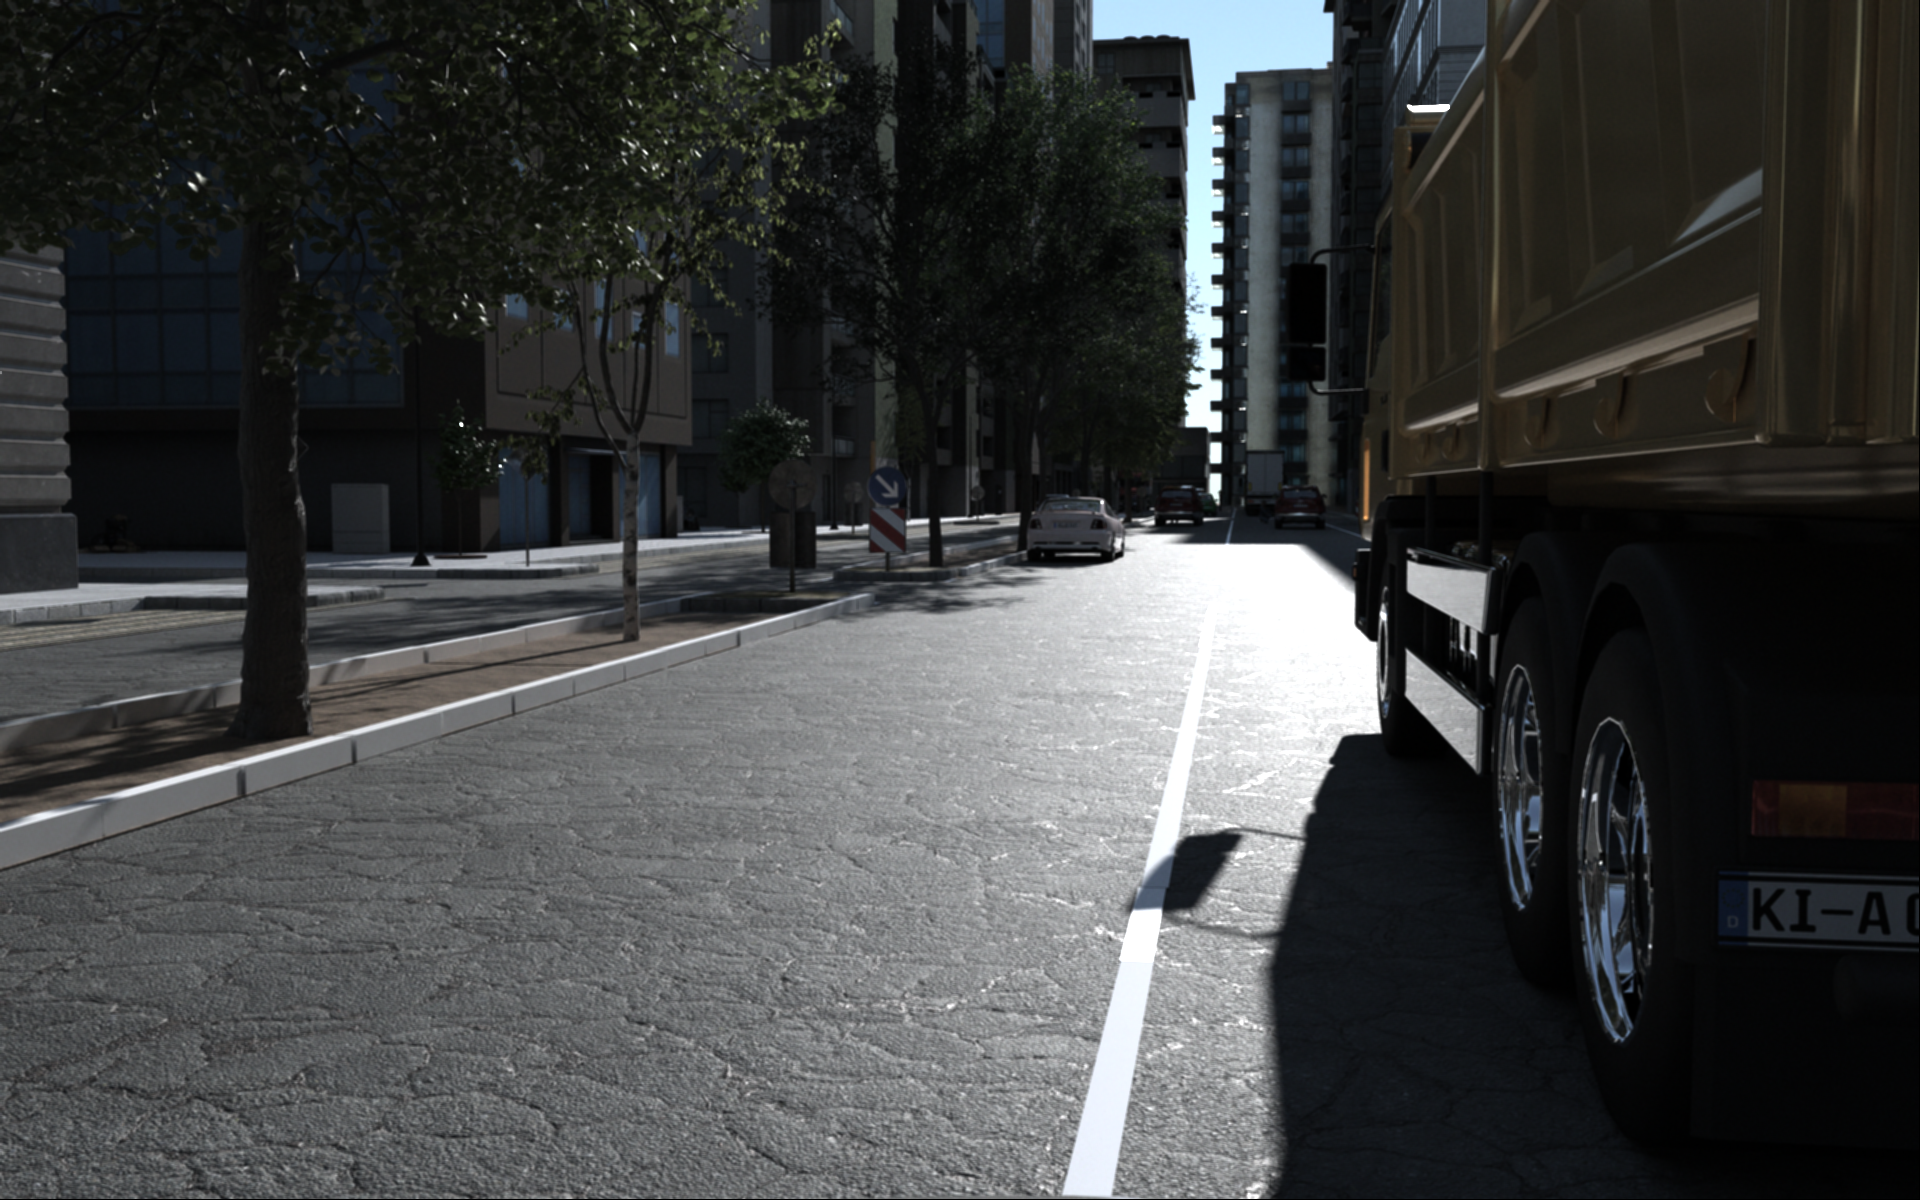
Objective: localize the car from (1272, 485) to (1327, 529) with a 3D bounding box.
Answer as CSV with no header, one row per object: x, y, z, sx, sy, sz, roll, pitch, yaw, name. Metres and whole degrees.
14.178,-3.895,72.355,2.281,1.827,5.304,1,4,10,car

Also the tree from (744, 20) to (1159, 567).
-0.369,-5.876,32.942,8.767,10.594,7.601,1,4,9,tree

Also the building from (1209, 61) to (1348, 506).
43.629,-35.147,194.262,30.456,49.044,23.786,1,4,9,building

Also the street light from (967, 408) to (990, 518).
1.097,-7.427,93.974,1.470,5.913,1.316,1,4,9,street light

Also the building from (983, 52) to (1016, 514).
-4.211,-20.883,113.142,14.160,30.474,14.107,1,4,9,building

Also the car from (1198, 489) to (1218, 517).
15.573,-6.268,111.283,1.959,1.807,4.718,1,4,11,car

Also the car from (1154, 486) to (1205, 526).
9.999,-4.294,78.881,2.281,1.827,5.304,1,4,10,car

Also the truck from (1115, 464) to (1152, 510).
15.629,-10.135,154.619,2.839,4.237,11.283,1,4,9,truck

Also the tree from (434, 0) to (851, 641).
-3.174,-3.915,16.829,4.360,8.622,3.978,0,3,0,tree

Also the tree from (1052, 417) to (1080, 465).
9.272,-12.694,157.905,4.737,8.622,4.395,0,3,0,tree

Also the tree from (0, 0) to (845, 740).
-4.090,-5.487,10.301,7.486,12.596,7.792,0,3,0,tree

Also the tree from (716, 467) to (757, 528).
-8.424,-4.321,65.242,1.663,3.219,1.824,0,3,0,tree

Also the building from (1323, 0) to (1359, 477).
48.582,-34.911,160.033,28.713,52.752,27.495,1,4,9,building

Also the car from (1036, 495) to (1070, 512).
4.981,-4.750,89.662,2.014,1.417,4.499,1,4,9,car

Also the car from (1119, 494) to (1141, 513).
13.170,-7.654,134.934,2.009,1.686,4.222,0,4,8,car

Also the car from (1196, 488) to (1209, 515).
15.916,-6.676,117.825,2.281,1.827,5.304,1,4,8,car

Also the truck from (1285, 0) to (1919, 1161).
3.238,-0.691,7.226,3.469,3.379,9.791,1,4,9,truck

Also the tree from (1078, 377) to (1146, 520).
7.321,-7.787,80.136,4.360,8.622,3.978,0,3,0,tree

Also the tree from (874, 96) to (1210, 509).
2.555,-8.584,53.174,12.009,13.543,11.850,0,3,0,tree

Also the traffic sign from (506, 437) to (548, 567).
-7.651,-1.649,30.609,0.795,2.450,0.064,1,4,9,traffic sign

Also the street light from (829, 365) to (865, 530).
-3.999,-5.481,62.151,1.470,5.913,1.316,1,4,9,street light

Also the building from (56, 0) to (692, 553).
-15.837,-24.089,43.963,14.600,45.320,14.200,1,4,9,building

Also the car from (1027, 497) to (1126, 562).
2.585,-1.578,38.162,2.083,1.381,4.827,1,4,10,car

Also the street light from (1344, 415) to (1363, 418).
23.254,-7.900,101.712,1.470,5.913,1.316,1,4,9,street light

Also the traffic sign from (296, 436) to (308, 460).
-8.918,-1.167,22.725,0.795,2.450,0.064,1,4,9,traffic sign

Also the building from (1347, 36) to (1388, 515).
32.378,-20.842,112.462,14.160,30.474,14.107,1,4,9,building

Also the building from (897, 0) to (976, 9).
-6.913,-19.776,95.044,14.160,30.474,14.107,1,4,9,building

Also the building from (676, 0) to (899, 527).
-10.850,-23.817,73.009,14.154,41.232,14.086,1,4,9,building

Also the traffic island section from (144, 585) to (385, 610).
-8.942,-0.031,22.790,2.009,0.180,2.903,1,4,9,traffic island section

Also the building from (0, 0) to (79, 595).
-21.880,-11.665,19.609,19.941,23.489,11.050,1,4,9,building

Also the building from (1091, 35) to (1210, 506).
15.287,-37.496,202.301,27.495,52.752,28.713,1,4,9,building

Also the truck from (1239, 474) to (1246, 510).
26.686,-9.709,154.661,3.469,3.379,9.791,1,4,9,truck

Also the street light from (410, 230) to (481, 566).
-9.094,-3.554,30.657,1.470,5.913,1.316,1,4,9,street light

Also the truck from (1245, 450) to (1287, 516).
20.456,-7.772,115.979,2.839,4.237,11.283,1,4,10,truck

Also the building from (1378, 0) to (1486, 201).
27.527,-18.854,85.752,11.434,29.767,29.804,1,4,9,building

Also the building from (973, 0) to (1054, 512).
-0.785,-29.196,127.470,14.600,45.320,14.200,1,4,9,building

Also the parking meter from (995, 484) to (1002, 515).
2.344,-6.061,104.816,0.399,1.863,0.255,-3,4,-38,parking meter

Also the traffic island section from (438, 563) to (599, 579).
-7.675,-0.513,30.675,2.009,0.180,2.903,1,4,9,traffic island section

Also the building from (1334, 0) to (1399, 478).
40.603,-29.229,132.515,22.147,44.769,28.867,1,4,9,building

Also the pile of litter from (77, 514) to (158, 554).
-18.443,-1.453,37.719,1.719,0.858,1.176,1,4,12,pile of litter

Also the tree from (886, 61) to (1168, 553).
1.665,-6.932,41.544,9.928,11.665,9.643,0,3,0,tree

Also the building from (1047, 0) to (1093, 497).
2.005,-44.745,169.824,20.611,71.187,20.563,1,4,9,building

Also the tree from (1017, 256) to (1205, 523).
6.139,-9.315,72.882,7.486,12.596,7.792,0,3,0,tree
